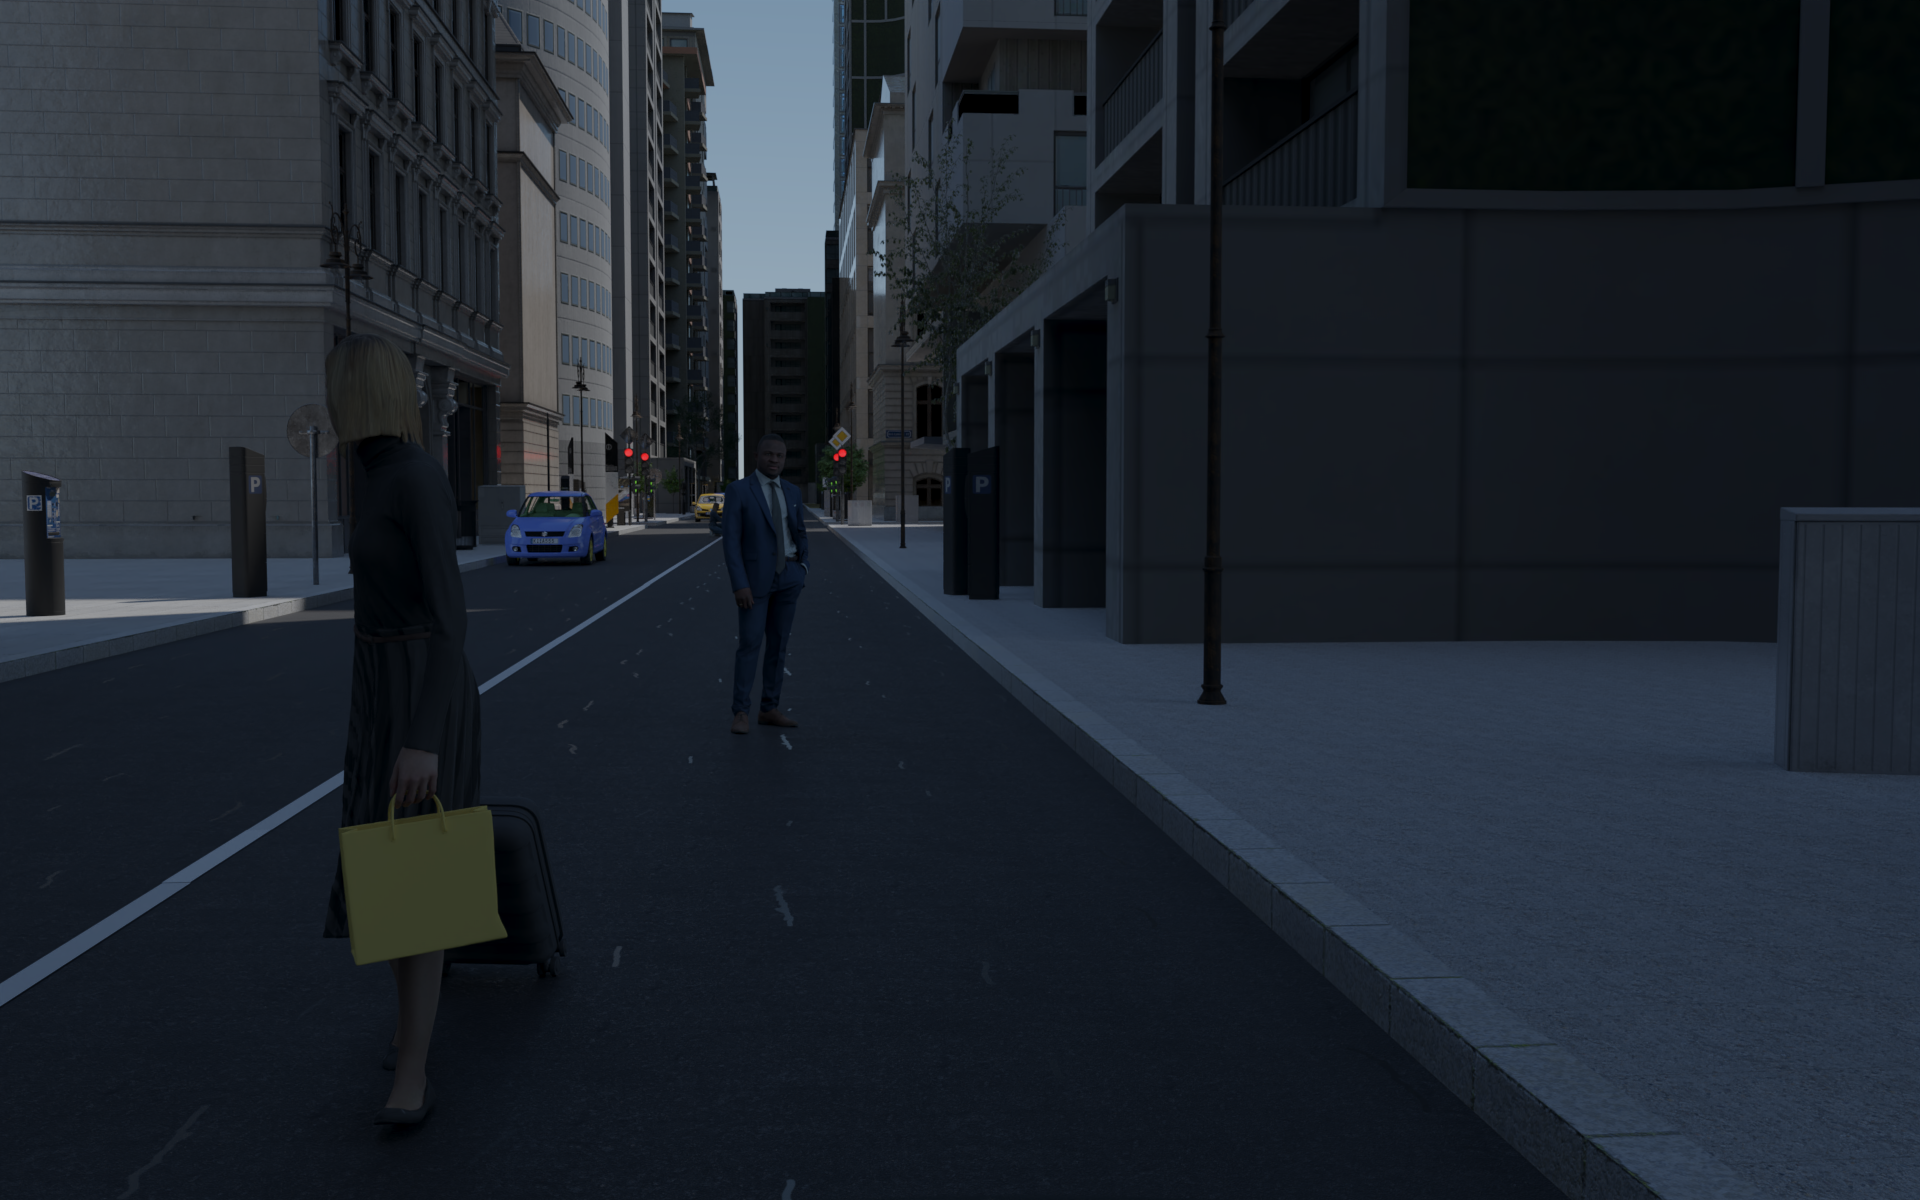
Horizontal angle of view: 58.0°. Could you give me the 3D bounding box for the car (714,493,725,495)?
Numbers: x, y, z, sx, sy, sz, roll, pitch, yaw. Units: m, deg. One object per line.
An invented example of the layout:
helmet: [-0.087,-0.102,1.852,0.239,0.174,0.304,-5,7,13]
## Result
car: [-14.457,-5.852,105.264,1.945,1.707,3.694,0,4,-6]

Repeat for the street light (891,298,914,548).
street light: [-1.350,-4.159,40.790,0.468,5.910,1.993,0,4,-6]

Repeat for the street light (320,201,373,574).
street light: [-9.762,-3.359,27.707,0.468,5.910,1.993,0,4,-6]

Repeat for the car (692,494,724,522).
car: [-12.820,-4.853,89.564,2.015,1.641,3.980,0,4,-7]

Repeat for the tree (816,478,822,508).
tree: [-8.491,-7.341,114.625,1.663,3.219,1.824,0,3,0]

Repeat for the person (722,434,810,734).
person: [-1.209,-0.120,10.650,0.419,1.800,0.721,3,5,44]

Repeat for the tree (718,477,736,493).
tree: [-26.419,-12.237,194.682,1.663,3.219,1.824,0,3,0]

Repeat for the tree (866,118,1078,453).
tree: [0.151,-5.179,35.047,4.360,8.622,3.978,0,3,0]

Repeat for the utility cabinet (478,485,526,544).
utility cabinet: [-11.535,-2.136,43.608,1.173,1.500,0.318,1,4,15]

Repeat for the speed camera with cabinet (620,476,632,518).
speed camera with cabinet: [-17.601,-5.900,90.798,0.660,3.252,2.038,-1,4,-18]

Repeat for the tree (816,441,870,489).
tree: [-6.781,-7.182,101.140,4.285,4.588,4.351,0,3,0]

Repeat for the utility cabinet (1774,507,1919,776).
utility cabinet: [4.354,0.194,7.994,1.020,1.237,0.306,1,4,12]

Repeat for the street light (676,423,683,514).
street light: [-17.897,-8.426,110.545,0.468,5.910,1.993,0,4,-6]

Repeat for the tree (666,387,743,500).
tree: [-22.273,-13.136,149.178,8.767,10.594,7.601,2,4,27]

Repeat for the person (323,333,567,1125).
person: [-1.306,0.261,4.451,0.699,1.804,1.509,0,4,5]

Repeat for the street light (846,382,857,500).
street light: [-4.466,-6.024,71.276,0.468,5.910,1.993,0,4,-6]

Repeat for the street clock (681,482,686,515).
street clock: [-17.160,-6.301,107.588,0.358,2.002,0.471,-1,4,-19]

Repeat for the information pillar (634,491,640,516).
information pillar: [-18.555,-5.802,99.361,0.304,2.012,0.304,0,4,-4]

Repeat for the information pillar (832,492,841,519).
information pillar: [-6.267,-5.101,87.888,0.304,2.012,0.304,2,4,30]

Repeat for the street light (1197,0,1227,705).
street light: [1.543,-2.302,10.432,0.468,5.910,1.993,0,4,-6]

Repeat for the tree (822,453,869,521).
tree: [-5.372,-5.363,82.279,1.663,3.219,1.824,0,3,0]

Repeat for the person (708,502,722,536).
person: [-8.166,-2.734,58.706,0.738,1.151,1.012,0,4,-7]

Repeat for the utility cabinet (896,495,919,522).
utility cabinet: [-2.440,-4.202,79.859,1.020,1.237,0.306,-1,4,-20]

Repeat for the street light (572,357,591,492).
street light: [-12.798,-5.249,58.613,0.468,5.910,1.993,0,4,-6]

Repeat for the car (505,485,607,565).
car: [-8.351,-1.611,35.938,1.945,1.707,3.694,0,4,-5]

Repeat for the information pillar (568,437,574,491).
information pillar: [-16.065,-4.905,71.549,0.183,3.616,0.504,-2,4,-32]

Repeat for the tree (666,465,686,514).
tree: [-18.764,-7.289,113.773,1.663,3.219,1.824,0,3,0]

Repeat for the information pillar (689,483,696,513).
information pillar: [-18.059,-6.879,116.958,0.304,2.012,0.304,-3,4,-37]

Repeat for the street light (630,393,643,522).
street light: [-14.839,-6.531,79.577,0.468,5.910,1.993,0,4,-6]

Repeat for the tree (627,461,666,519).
tree: [-16.225,-5.753,88.657,1.663,3.219,1.824,0,3,0]

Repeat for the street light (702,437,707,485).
street light: [-20.821,-10.282,140.900,0.468,5.910,1.993,0,4,-6]

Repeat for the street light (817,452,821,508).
street light: [-12.450,-11.093,154.152,0.468,5.910,1.993,0,4,-6]

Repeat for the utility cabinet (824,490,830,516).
utility cabinet: [-7.346,-5.476,98.203,0.318,1.500,1.173,-2,4,-25]

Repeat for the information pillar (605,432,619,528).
information pillar: [-13.168,-4.530,65.414,0.504,3.616,0.183,-1,4,-14]

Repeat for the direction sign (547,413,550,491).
direction sign: [-11.555,-3.465,48.645,0.379,3.537,0.876,-1,4,-12]

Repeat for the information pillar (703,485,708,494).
information pillar: [-19.987,-8.038,135.907,0.304,2.012,0.304,1,4,21]

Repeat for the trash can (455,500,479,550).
trash can: [-11.428,-1.721,39.793,0.748,1.137,0.748,0,3,0]
